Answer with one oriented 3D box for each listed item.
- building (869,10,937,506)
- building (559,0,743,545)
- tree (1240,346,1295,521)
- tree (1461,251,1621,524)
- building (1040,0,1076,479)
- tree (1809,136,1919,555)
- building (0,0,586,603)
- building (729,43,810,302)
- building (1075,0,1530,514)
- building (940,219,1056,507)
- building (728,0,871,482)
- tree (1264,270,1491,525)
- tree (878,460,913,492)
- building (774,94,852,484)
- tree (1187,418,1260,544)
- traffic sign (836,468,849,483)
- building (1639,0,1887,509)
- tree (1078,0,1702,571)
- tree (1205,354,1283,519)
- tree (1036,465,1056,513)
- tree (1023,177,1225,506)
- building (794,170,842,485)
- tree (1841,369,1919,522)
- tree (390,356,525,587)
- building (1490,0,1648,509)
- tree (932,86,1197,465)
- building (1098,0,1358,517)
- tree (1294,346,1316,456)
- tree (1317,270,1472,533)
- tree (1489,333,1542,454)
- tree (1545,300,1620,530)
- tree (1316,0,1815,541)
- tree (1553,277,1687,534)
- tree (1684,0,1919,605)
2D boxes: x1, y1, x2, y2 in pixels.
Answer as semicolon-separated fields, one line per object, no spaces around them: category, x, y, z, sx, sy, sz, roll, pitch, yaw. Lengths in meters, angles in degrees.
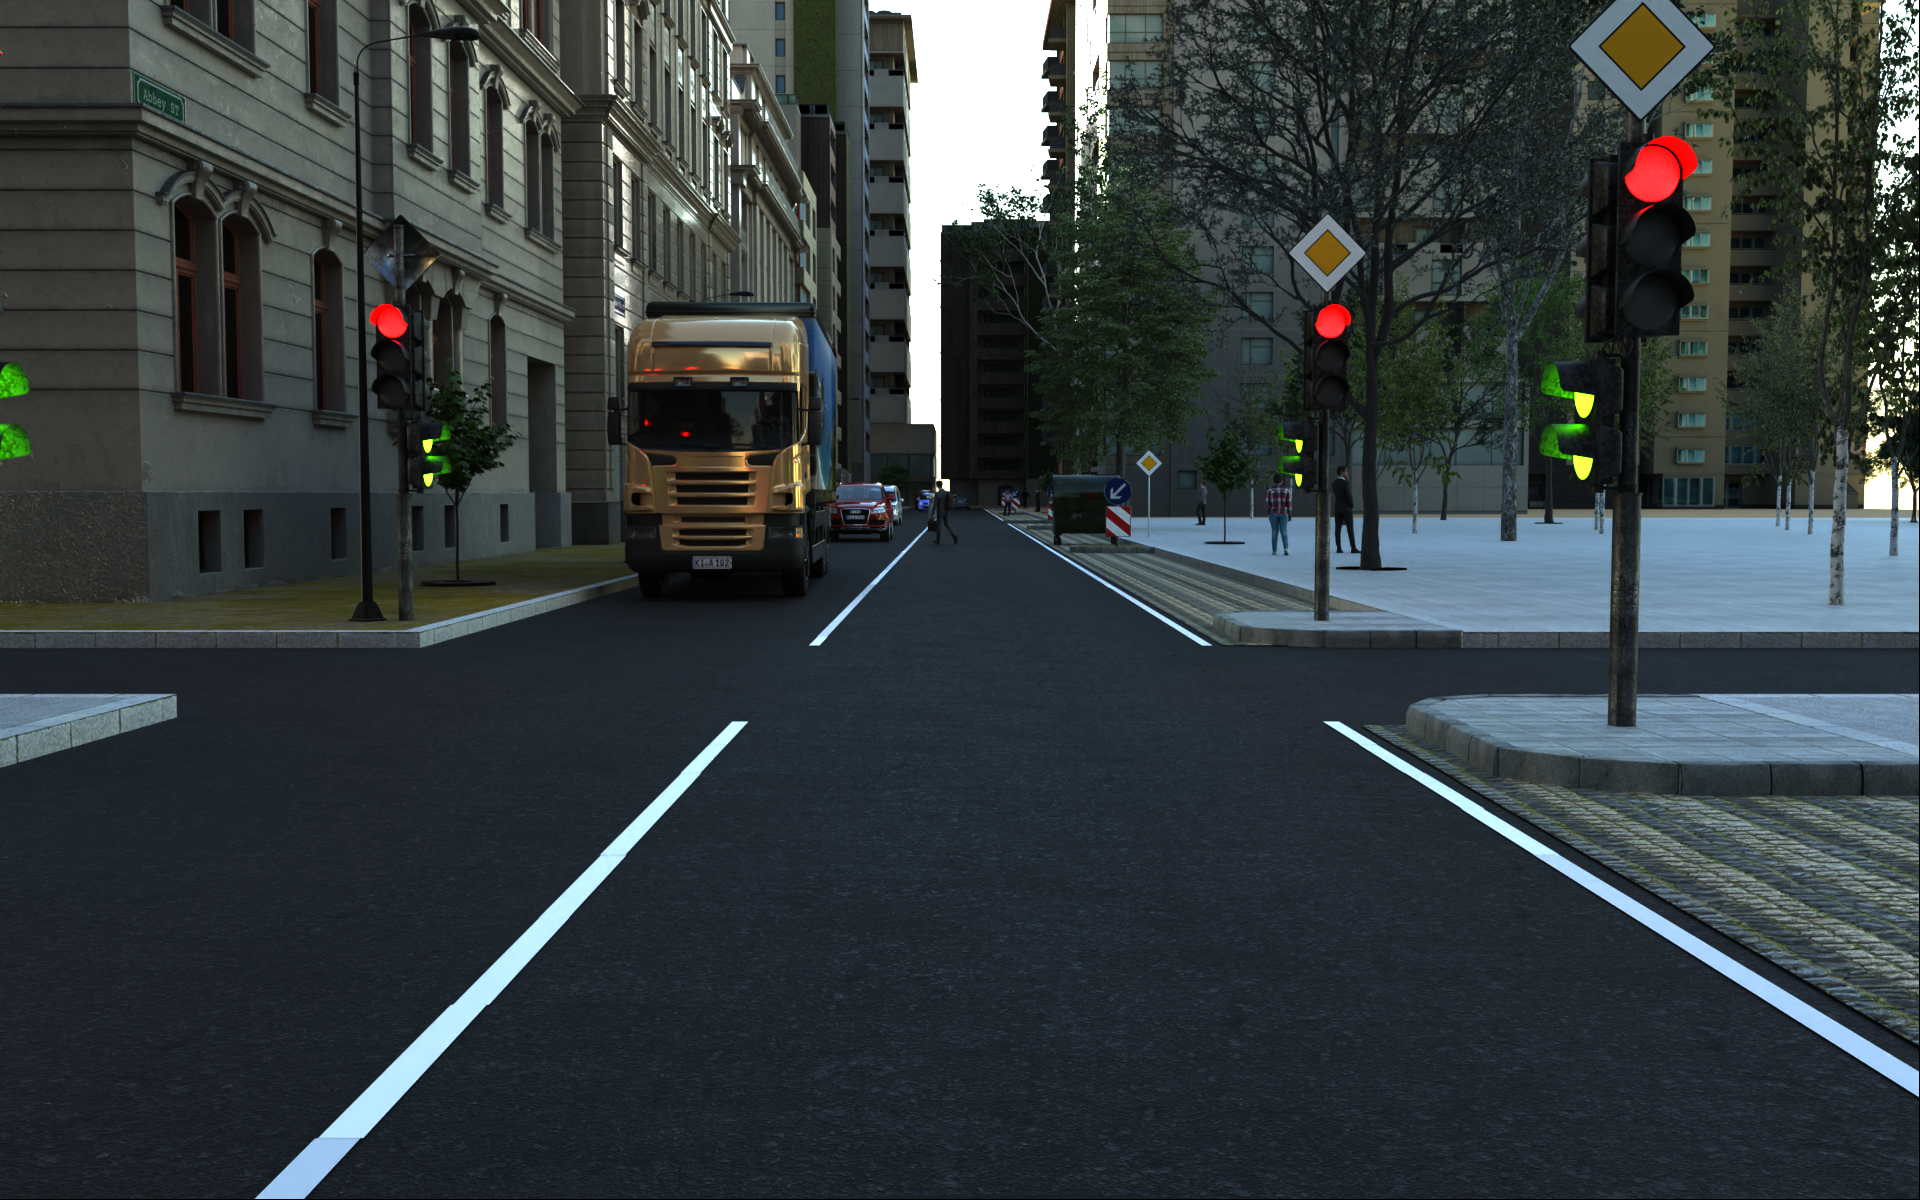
building;-16.500;-36.833;191.451;27.495;52.752;28.713;0;3;0
building;-14.500;-15.763;54.984;12.463;27.353;25.104;0;3;0
tree;15.876;-8.150;83.622;4.737;8.622;4.395;0;3;0
tree;25.368;-9.115;74.789;9.928;11.665;9.643;0;3;0
building;18.395;-30.411;151.845;22.147;44.769;28.867;0;3;0
tree;19.501;-5.222;35.744;4.737;8.622;4.395;0;3;0
building;-15.770;-14.879;30.664;14.401;28.519;23.554;0;3;0
building;-14.621;-14.590;80.355;13.314;21.916;24.055;0;3;0
building;22.450;-32.648;123.030;28.713;52.752;27.495;0;3;0
building;4.840;-25.261;184.713;14.107;30.474;14.160;0;3;0
building;-22.329;-37.502;155.161;28.212;58.520;21.231;0;3;0
tree;16.216;-8.372;71.287;7.601;10.594;8.767;0;4;-6
tree;-6.145;-11.028;164.015;4.285;4.588;4.351;0;3;0
building;-15.552;-21.831;128.635;14.160;30.474;14.107;0;3;0
tree;6.939;-3.050;44.476;1.663;3.219;1.824;0;3;0
traffic sign;-5.834;-5.195;85.036;0.768;2.556;0.104;0;4;2
building;69.027;-32.508;155.199;21.600;48.544;21.300;0;3;0
tree;6.798;-7.249;28.893;12.009;13.543;11.850;0;3;0
tree;15.011;-8.545;90.072;4.360;8.622;3.978;0;3;0
tree;6.104;-7.479;116.879;1.663;3.219;1.824;0;3;0
tree;6.146;-8.819;62.315;7.486;12.596;7.792;0;3;0
building;-22.178;-16.036;107.223;27.650;21.520;28.899;0;3;0
tree;44.604;-6.876;75.328;11.467;7.101;20.602;0;4;-2
tree;-7.226;-1.821;24.382;1.663;3.219;1.824;0;3;0
building;47.383;-43.835;154.949;20.611;71.187;20.563;0;3;0
tree;5.037;-13.911;83.339;12.611;20.169;13.585;0;3;0
building;15.120;-25.629;102.631;14.154;41.232;14.086;0;3;0
tree;15.334;-6.919;63.482;4.737;8.622;4.395;0;3;0
tree;14.811;-6.484;56.373;4.737;8.622;4.395;0;3;0
tree;23.802;-9.187;84.619;8.767;10.594;7.601;0;4;-3
tree;23.034;-6.811;61.722;4.360;8.622;3.978;0;3;0
tree;16.206;-11.624;45.947;12.611;20.169;13.585;0;3;0
tree;20.915;-6.448;55.791;4.737;8.622;4.395;0;3;0
tree;10.428;-4.251;19.863;4.360;8.622;3.978;0;3;0
